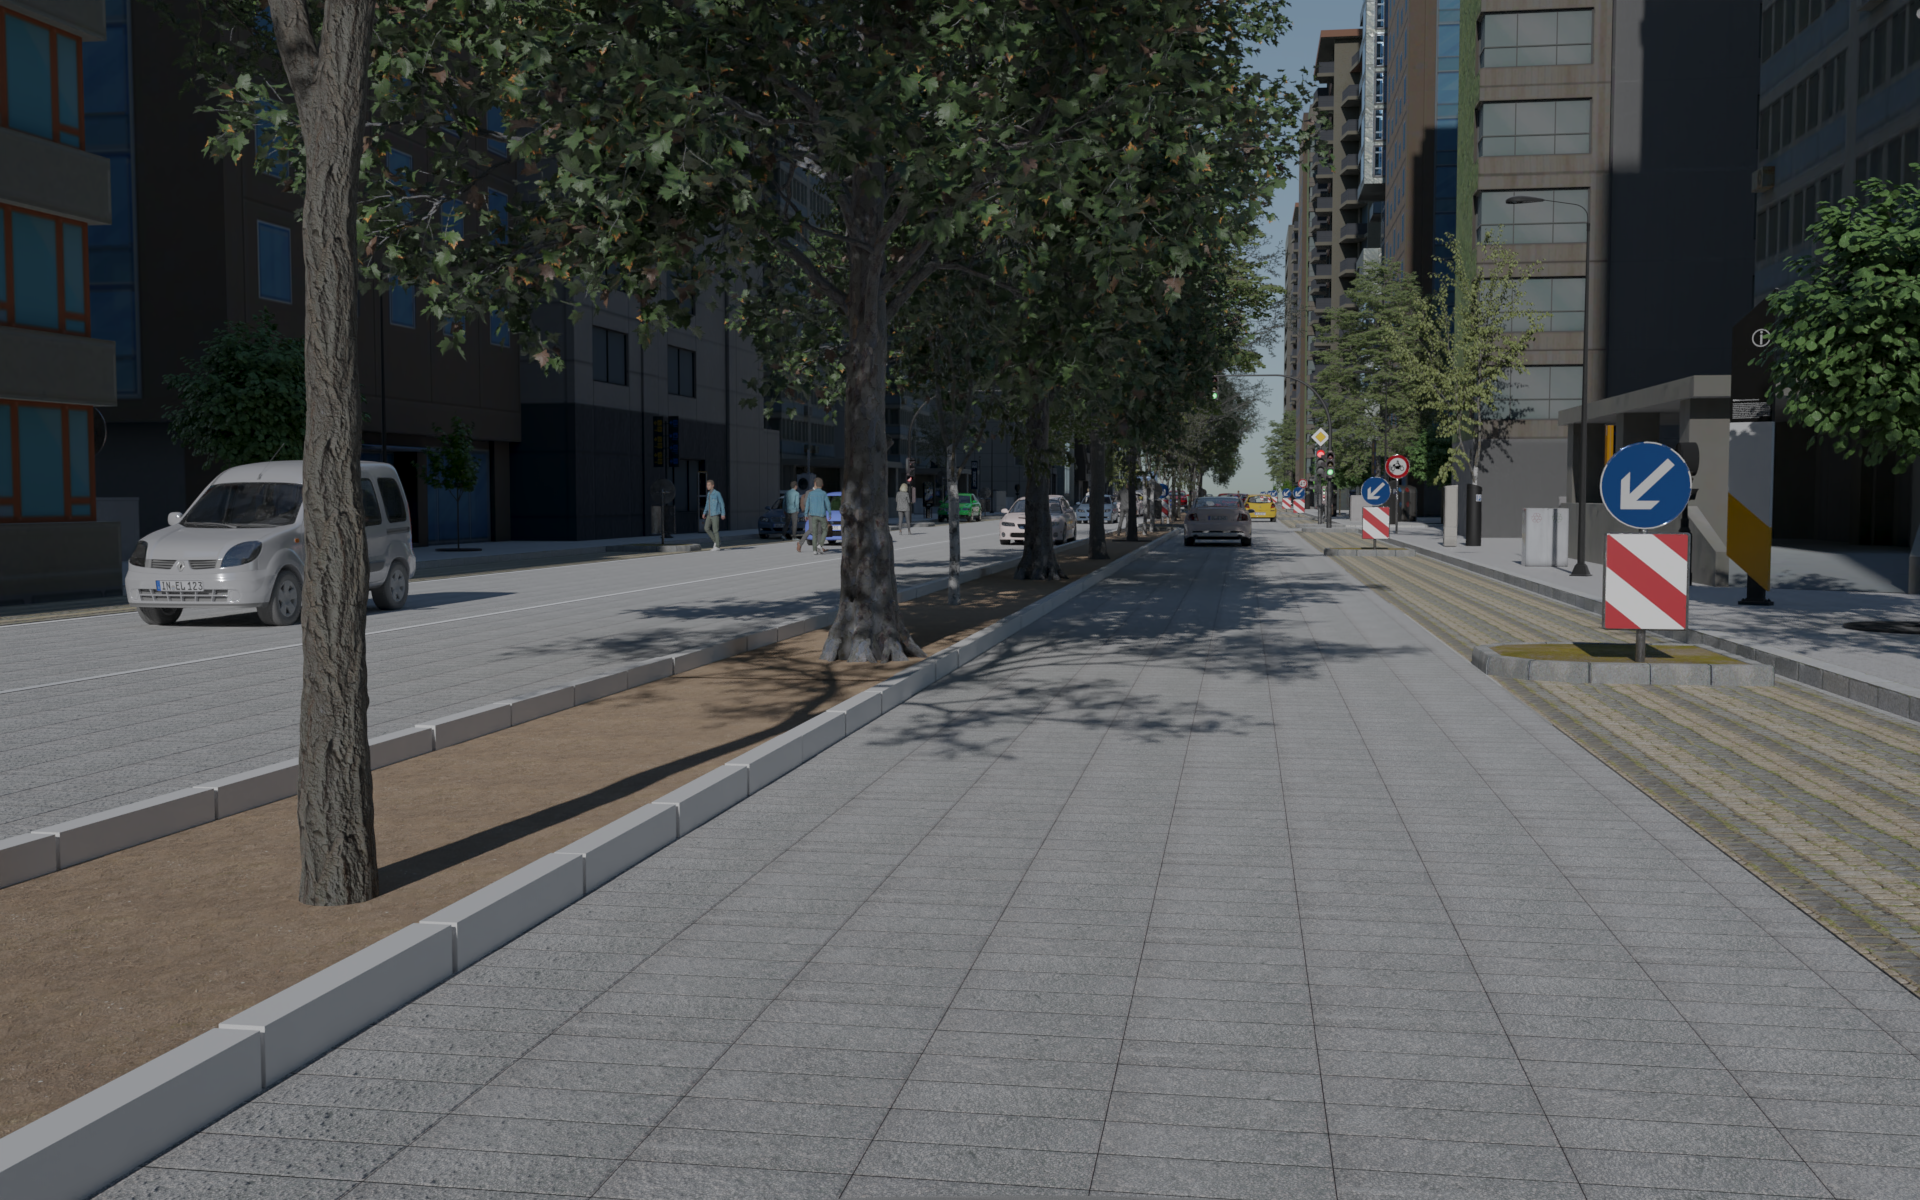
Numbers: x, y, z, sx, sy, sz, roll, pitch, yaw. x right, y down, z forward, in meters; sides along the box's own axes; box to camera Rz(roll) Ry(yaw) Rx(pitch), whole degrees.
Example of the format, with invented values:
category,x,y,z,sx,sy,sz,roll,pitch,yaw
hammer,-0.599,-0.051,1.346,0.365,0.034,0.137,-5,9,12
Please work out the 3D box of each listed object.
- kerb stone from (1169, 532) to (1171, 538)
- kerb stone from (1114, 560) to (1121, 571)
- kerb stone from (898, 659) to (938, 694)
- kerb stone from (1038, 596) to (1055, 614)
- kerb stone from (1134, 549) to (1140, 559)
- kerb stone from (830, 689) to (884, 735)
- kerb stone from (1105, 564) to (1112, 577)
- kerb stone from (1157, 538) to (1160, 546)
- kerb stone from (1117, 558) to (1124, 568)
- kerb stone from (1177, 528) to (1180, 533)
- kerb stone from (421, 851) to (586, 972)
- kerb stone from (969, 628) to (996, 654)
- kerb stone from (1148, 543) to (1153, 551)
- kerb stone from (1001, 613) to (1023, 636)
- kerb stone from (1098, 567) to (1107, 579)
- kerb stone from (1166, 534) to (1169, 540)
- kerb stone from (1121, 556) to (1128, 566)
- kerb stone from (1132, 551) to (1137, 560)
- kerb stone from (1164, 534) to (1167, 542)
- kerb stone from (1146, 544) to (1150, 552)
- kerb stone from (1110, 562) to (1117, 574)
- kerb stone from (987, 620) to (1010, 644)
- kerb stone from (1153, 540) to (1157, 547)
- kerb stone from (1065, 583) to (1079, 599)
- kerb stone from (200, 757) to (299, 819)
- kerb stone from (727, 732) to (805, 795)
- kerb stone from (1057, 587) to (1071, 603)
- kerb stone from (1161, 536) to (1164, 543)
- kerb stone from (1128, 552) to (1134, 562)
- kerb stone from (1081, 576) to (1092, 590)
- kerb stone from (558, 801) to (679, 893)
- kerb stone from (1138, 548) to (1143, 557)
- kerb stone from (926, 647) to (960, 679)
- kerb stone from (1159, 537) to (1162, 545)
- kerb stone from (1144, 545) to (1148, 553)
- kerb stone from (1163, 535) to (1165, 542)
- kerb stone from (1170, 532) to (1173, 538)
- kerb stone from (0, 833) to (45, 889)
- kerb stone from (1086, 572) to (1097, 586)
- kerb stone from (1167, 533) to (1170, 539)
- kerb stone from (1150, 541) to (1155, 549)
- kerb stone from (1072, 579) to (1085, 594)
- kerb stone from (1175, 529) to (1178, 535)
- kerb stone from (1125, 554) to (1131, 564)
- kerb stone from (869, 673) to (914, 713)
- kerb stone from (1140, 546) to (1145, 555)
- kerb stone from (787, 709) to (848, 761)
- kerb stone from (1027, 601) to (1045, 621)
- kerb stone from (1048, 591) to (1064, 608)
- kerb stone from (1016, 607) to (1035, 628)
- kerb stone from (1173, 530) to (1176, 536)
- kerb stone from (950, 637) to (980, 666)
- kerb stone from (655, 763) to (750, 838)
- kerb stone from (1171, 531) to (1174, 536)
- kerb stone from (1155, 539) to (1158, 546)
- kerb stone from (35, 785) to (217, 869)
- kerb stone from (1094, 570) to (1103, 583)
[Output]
category,x,y,z,sx,sy,sz,roll,pitch,yaw
kerb stone,6.458,-1.961,54.295,0.120,0.150,1.000,1,4,9
kerb stone,2.825,-0.600,31.998,0.120,0.150,1.000,1,4,9
kerb stone,-0.329,0.576,12.777,0.120,0.150,1.000,1,4,9
kerb stone,1.000,0.083,20.877,0.120,0.150,1.000,1,4,9
kerb stone,3.819,-0.964,38.081,0.120,0.150,1.000,1,4,9
kerb stone,-0.652,0.700,10.748,0.120,0.150,1.000,1,4,9
kerb stone,2.493,-0.475,29.980,0.120,0.150,1.000,1,4,9
kerb stone,5.306,-1.528,47.204,0.120,0.150,1.000,1,4,9
kerb stone,2.991,-0.660,33.024,0.120,0.150,1.000,1,4,9
kerb stone,7.625,-2.392,61.375,0.120,0.150,1.000,1,4,9
kerb stone,-1.484,1.010,5.689,0.120,0.150,1.000,1,4,9
kerb stone,0.175,0.391,15.809,0.120,0.150,1.000,1,4,9
kerb stone,4.646,-1.278,43.141,0.120,0.150,1.000,1,4,9
kerb stone,0.501,0.267,17.836,0.120,0.150,1.000,1,4,9
kerb stone,2.322,-0.414,28.969,0.120,0.150,1.000,1,4,9
kerb stone,6.140,-1.835,52.260,0.120,0.150,1.000,1,4,9
kerb stone,3.150,-0.724,34.034,0.120,0.150,1.000,1,4,9
kerb stone,3.645,-0.910,37.073,0.120,0.150,1.000,1,4,9
kerb stone,5.973,-1.777,51.252,0.120,0.150,1.000,1,4,9
kerb stone,4.472,-1.219,42.133,0.120,0.150,1.000,1,4,9
kerb stone,2.663,-0.532,30.989,0.120,0.150,1.000,1,4,9
kerb stone,0.338,0.332,16.818,0.120,0.150,1.000,1,4,9
kerb stone,4.975,-1.405,45.172,0.120,0.150,1.000,1,4,9
kerb stone,1.497,-0.104,23.909,0.120,0.150,1.000,1,4,9
kerb stone,-3.224,0.864,8.079,0.120,0.150,1.000,1,4,9
kerb stone,-0.979,0.824,8.730,0.120,0.150,1.000,1,4,9
kerb stone,1.329,-0.042,22.901,0.120,0.150,1.000,1,4,9
kerb stone,5.645,-1.653,49.221,0.120,0.150,1.000,1,4,9
kerb stone,3.478,-0.848,36.054,0.120,0.150,1.000,1,4,9
kerb stone,1.831,-0.229,25.939,0.120,0.150,1.000,1,4,9
kerb stone,-1.319,0.953,6.711,0.120,0.150,1.000,1,4,9
kerb stone,3.980,-1.034,39.097,0.120,0.150,1.000,1,4,9
kerb stone,-0.160,0.514,13.787,0.120,0.150,1.000,1,4,9
kerb stone,5.470,-1.590,48.213,0.120,0.150,1.000,1,4,9
kerb stone,4.314,-1.157,41.118,0.120,0.150,1.000,1,4,9
kerb stone,5.802,-1.715,50.232,0.120,0.150,1.000,1,4,9
kerb stone,6.633,-2.025,55.310,0.120,0.150,1.000,1,4,9
kerb stone,-3.552,0.988,6.054,0.120,0.150,1.000,1,4,9
kerb stone,1.994,-0.291,26.948,0.120,0.150,1.000,1,4,9
kerb stone,6.300,-1.901,53.277,0.120,0.150,1.000,1,4,9
kerb stone,4.813,-1.343,44.149,0.120,0.150,1.000,1,4,9
kerb stone,1.658,-0.167,24.929,0.120,0.150,1.000,1,4,9
kerb stone,7.295,-2.266,59.356,0.120,0.150,1.000,1,4,9
kerb stone,3.321,-0.784,35.042,0.120,0.150,1.000,1,4,9
kerb stone,-0.484,0.638,11.761,0.120,0.150,1.000,1,4,9
kerb stone,4.146,-1.095,40.106,0.120,0.150,1.000,1,4,9
kerb stone,-0.819,0.766,9.740,0.120,0.150,1.000,1,4,9
kerb stone,0.833,0.145,19.854,0.120,0.150,1.000,1,4,9
kerb stone,1.166,0.019,21.891,0.120,0.150,1.000,1,4,9
kerb stone,0.670,0.209,18.845,0.120,0.150,1.000,1,4,9
kerb stone,6.971,-2.149,57.334,0.120,0.150,1.000,1,4,9
kerb stone,0.011,0.453,14.800,0.120,0.150,1.000,1,4,9
kerb stone,-1.147,0.889,7.719,0.120,0.150,1.000,1,4,9
kerb stone,6.801,-2.087,56.326,0.120,0.150,1.000,1,4,9
kerb stone,5.139,-1.460,46.189,0.120,0.150,1.000,1,4,9
kerb stone,-3.391,0.926,7.070,0.120,0.150,1.000,1,4,9
kerb stone,2.161,-0.352,27.958,0.120,0.150,1.000,1,4,9
